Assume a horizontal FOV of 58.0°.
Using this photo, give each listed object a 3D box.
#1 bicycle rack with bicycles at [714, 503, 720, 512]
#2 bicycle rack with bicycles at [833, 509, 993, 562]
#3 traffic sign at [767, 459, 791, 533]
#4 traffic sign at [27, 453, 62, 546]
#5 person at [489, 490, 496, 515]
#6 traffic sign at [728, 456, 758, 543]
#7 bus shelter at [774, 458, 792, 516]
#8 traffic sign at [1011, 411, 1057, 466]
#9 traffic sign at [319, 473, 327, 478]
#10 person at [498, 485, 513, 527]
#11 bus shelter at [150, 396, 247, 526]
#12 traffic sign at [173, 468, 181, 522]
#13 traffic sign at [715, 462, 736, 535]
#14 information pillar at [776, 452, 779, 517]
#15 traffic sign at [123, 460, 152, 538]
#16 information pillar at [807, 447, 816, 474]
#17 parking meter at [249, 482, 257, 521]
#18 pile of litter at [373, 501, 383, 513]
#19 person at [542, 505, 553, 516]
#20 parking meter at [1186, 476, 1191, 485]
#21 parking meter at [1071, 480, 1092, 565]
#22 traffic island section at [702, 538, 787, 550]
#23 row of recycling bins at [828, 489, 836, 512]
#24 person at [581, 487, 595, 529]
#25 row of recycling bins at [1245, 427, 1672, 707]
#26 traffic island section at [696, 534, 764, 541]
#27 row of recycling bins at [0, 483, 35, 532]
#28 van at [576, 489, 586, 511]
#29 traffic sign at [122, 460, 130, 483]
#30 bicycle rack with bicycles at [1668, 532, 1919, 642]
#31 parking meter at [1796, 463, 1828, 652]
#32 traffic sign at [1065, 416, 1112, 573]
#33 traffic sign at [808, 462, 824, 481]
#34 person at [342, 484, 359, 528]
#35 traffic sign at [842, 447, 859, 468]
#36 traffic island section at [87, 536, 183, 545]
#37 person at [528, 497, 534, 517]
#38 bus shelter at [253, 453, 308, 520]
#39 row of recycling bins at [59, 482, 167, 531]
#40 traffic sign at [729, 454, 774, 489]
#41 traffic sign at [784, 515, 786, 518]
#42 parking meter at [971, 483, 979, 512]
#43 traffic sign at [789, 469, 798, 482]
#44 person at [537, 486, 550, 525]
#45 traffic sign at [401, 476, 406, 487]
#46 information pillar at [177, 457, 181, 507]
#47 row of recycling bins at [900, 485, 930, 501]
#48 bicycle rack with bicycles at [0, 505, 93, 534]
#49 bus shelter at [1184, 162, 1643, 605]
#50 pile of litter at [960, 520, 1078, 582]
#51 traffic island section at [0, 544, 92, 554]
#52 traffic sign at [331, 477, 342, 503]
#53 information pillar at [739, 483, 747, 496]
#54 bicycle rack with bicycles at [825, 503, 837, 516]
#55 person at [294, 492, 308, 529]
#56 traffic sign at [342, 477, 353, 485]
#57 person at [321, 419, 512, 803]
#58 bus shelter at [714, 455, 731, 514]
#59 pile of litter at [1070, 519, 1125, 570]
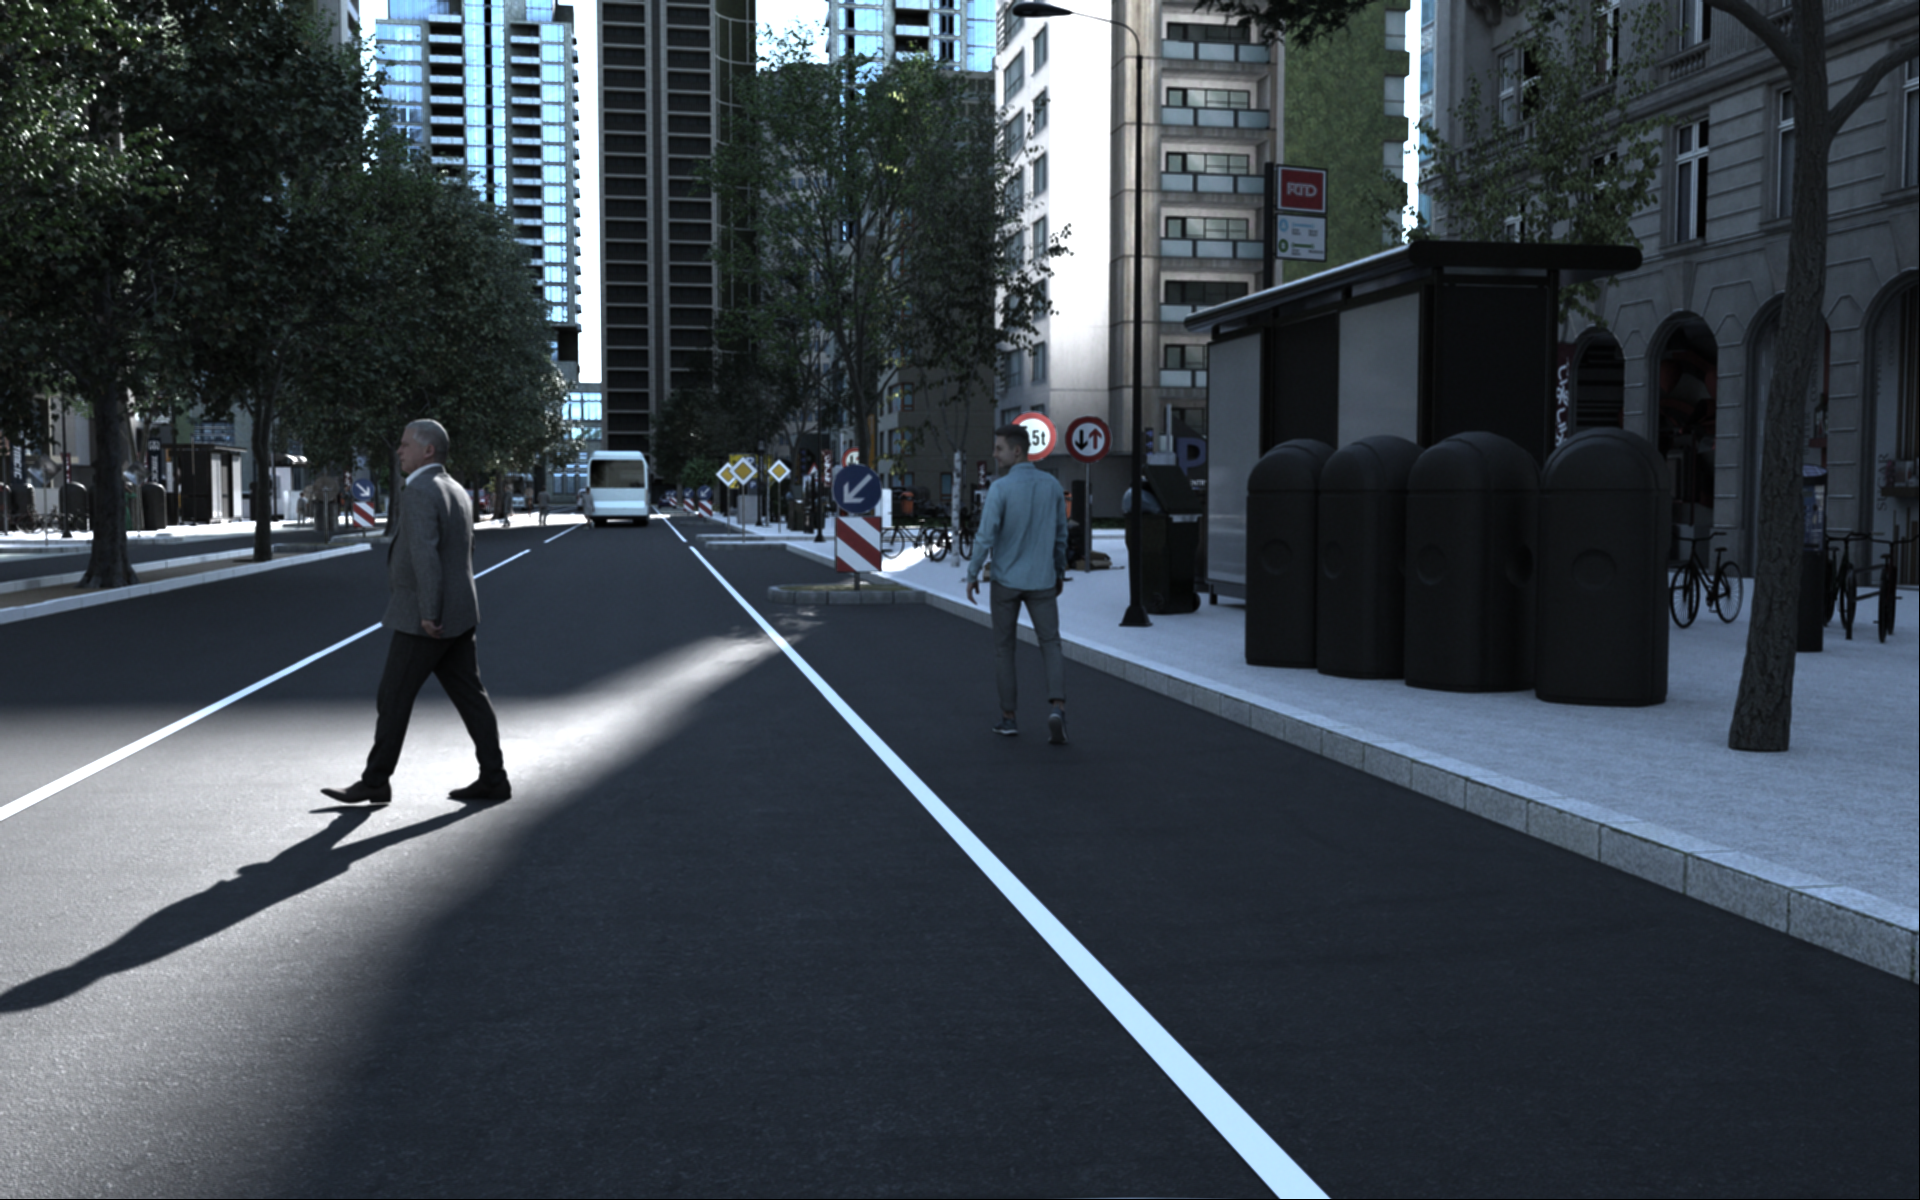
[{"bbox_3d":[-15.993,-6.628,121.742,2.925,0.926,2.852,1,4,15],"label":"bicycle rack with bicycles"},{"bbox_3d":[-0.415,-1.276,34.248,2.852,0.926,2.925,3,5,42],"label":"bicycle rack with bicycles"},{"bbox_3d":[-5.943,-3.410,56.939,0.795,2.450,0.064,0,4,-6],"label":"traffic sign"},{"bbox_3d":[-22.540,-2.388,42.687,0.795,2.450,0.064,-1,4,-10],"label":"traffic sign"},{"bbox_3d":[-31.150,-6.513,115.322,0.374,1.781,0.599,-3,5,-44],"label":"person"},{"bbox_3d":[-5.724,-2.576,45.752,0.795,2.450,0.064,-1,4,-10],"label":"traffic sign"},{"bbox_3d":[-10.542,-6.447,99.324,2.014,3.302,5.546,-1,4,-10],"label":"bus shelter"},{"bbox_3d":[1.113,-1.633,26.803,0.768,2.556,0.104,0,4,-1],"label":"traffic sign"},{"bbox_3d":[-37.931,-6.312,103.314,0.768,2.556,0.104,0,4,-2],"label":"traffic sign"},{"bbox_3d":[-19.565,-4.034,74.551,0.694,1.812,0.767,2,4,31],"label":"person"},{"bbox_3d":[-32.307,-5.854,73.343,2.179,5.291,8.768,-1,4,-10],"label":"bus shelter"},{"bbox_3d":[-34.577,-4.614,76.627,0.795,2.450,0.064,0,4,-1],"label":"traffic sign"},{"bbox_3d":[-7.171,-3.056,53.606,0.795,2.450,0.064,-1,4,-10],"label":"traffic sign"},{"bbox_3d":[-10.074,-6.368,95.479,0.183,3.616,0.504,-1,4,-17],"label":"information pillar"},{"bbox_3d":[-23.987,-2.868,50.540,0.795,2.450,0.064,-1,4,-10],"label":"traffic sign"},{"bbox_3d":[-7.471,-5.841,86.855,0.504,3.616,0.183,2,4,25],"label":"information pillar"},{"bbox_3d":[-33.736,-4.711,82.731,0.399,1.863,0.255,3,5,45],"label":"parking meter"},{"bbox_3d":[-39.934,-6.325,117.371,1.719,0.858,1.176,-2,4,-33],"label":"pile of litter"},{"bbox_3d":[-27.336,-6.161,114.727,0.738,1.151,1.012,1,4,20],"label":"person"},{"bbox_3d":[7.228,-3.061,55.759,0.255,1.863,0.399,-1,4,-22],"label":"parking meter"},{"bbox_3d":[2.217,-1.415,31.551,0.372,1.533,0.369,0,3,0],"label":"parking meter"},{"bbox_3d":[-5.702,-1.441,45.833,2.009,0.180,2.903,-1,4,-10],"label":"traffic island section"},{"bbox_3d":[-7.944,-7.318,126.762,3.534,1.692,1.069,-2,4,-25],"label":"row of recycling bins"},{"bbox_3d":[-15.185,-3.769,70.876,0.760,1.731,0.466,3,4,37],"label":"person"},{"bbox_3d":[3.264,-0.293,11.908,1.069,1.692,3.534,-2,4,-32],"label":"row of recycling bins"},{"bbox_3d":[-7.149,-1.921,53.687,2.009,0.180,2.903,-1,4,-10],"label":"traffic island section"},{"bbox_3d":[-33.114,-3.165,58.854,1.069,1.692,3.534,1,4,20],"label":"row of recycling bins"},{"bbox_3d":[-32.392,-8.783,150.617,2.013,2.044,4.112,-1,4,-9],"label":"van"},{"bbox_3d":[-31.873,-4.053,66.266,0.884,2.594,0.081,-1,4,-10],"label":"traffic sign"},{"bbox_3d":[7.859,-0.192,16.520,2.852,0.926,2.925,3,4,38],"label":"bicycle rack with bicycles"},{"bbox_3d":[6.872,-0.352,14.168,0.372,1.533,0.369,0,3,0],"label":"parking meter"},{"bbox_3d":[2.084,-1.723,28.272,0.768,2.556,0.104,0,4,-5],"label":"traffic sign"},{"bbox_3d":[-5.934,-4.317,70.589,0.884,2.594,0.081,-1,4,-9],"label":"traffic sign"},{"bbox_3d":[-25.398,-3.904,72.132,0.655,1.846,0.447,-2,4,-27],"label":"person"},{"bbox_3d":[-2.833,-2.876,47.133,0.768,2.556,0.104,0,4,-3],"label":"traffic sign"},{"bbox_3d":[-24.009,-1.732,50.598,2.009,0.180,2.903,-1,4,-10],"label":"traffic island section"},{"bbox_3d":[-26.415,-5.713,106.575,0.373,1.253,0.362,0,4,-4],"label":"person"},{"bbox_3d":[-34.256,-5.759,88.081,2.014,3.302,5.546,-1,4,-10],"label":"bus shelter"},{"bbox_3d":[-30.113,-3.337,61.668,1.069,1.692,3.534,3,5,44],"label":"row of recycling bins"},{"bbox_3d":[-10.527,-5.724,87.453,2.265,3.308,0.079,0,4,-5],"label":"traffic sign"},{"bbox_3d":[-9.564,-5.653,94.562,0.606,2.300,0.079,-1,4,-9],"label":"traffic sign"},{"bbox_3d":[0.795,-5.413,94.217,0.399,1.863,0.255,-2,4,-33],"label":"parking meter"},{"bbox_3d":[-8.570,-5.350,87.580,0.768,2.556,0.104,-1,4,-10],"label":"traffic sign"},{"bbox_3d":[-19.281,-4.375,80.223,0.606,1.804,0.583,-1,4,-14],"label":"person"},{"bbox_3d":[-39.462,-7.468,122.203,0.768,2.556,0.104,-1,4,-8],"label":"traffic sign"},{"bbox_3d":[-40.549,-6.058,90.410,0.504,3.616,0.183,-2,4,-29],"label":"information pillar"},{"bbox_3d":[-2.210,-5.263,93.160,1.069,1.692,3.534,1,4,9],"label":"row of recycling bins"},{"bbox_3d":[-29.907,-2.642,56.574,2.925,0.926,2.852,-1,4,-20],"label":"bicycle rack with bicycles"},{"bbox_3d":[3.944,-2.513,18.720,2.179,5.291,8.768,-1,4,-10],"label":"bus shelter"},{"bbox_3d":[0.820,-0.707,25.525,1.719,0.858,1.176,0,4,2],"label":"pile of litter"},{"bbox_3d":[-22.562,-1.252,42.745,2.009,0.180,2.903,-1,4,-10],"label":"traffic island section"},{"bbox_3d":[-36.420,-6.059,101.188,0.606,2.300,0.079,0,4,-8],"label":"traffic sign"},{"bbox_3d":[-10.164,-4.692,81.211,0.304,2.012,0.304,3,5,44],"label":"information pillar"},{"bbox_3d":[-7.402,-5.418,101.972,2.852,0.926,2.925,3,4,36],"label":"bicycle rack with bicycles"},{"bbox_3d":[-27.118,-3.681,71.281,0.523,1.515,0.503,2,4,26],"label":"person"},{"bbox_3d":[-42.002,-7.254,118.710,0.768,2.556,0.104,0,4,-2],"label":"traffic sign"},{"bbox_3d":[-2.527,0.052,8.050,0.834,1.777,0.661,0,4,-5],"label":"person"},{"bbox_3d":[-14.420,-7.176,108.617,1.731,3.624,6.357,-1,4,-10],"label":"bus shelter"},{"bbox_3d":[2.057,-0.948,29.464,1.719,0.858,1.176,-1,4,-18],"label":"pile of litter"}]
